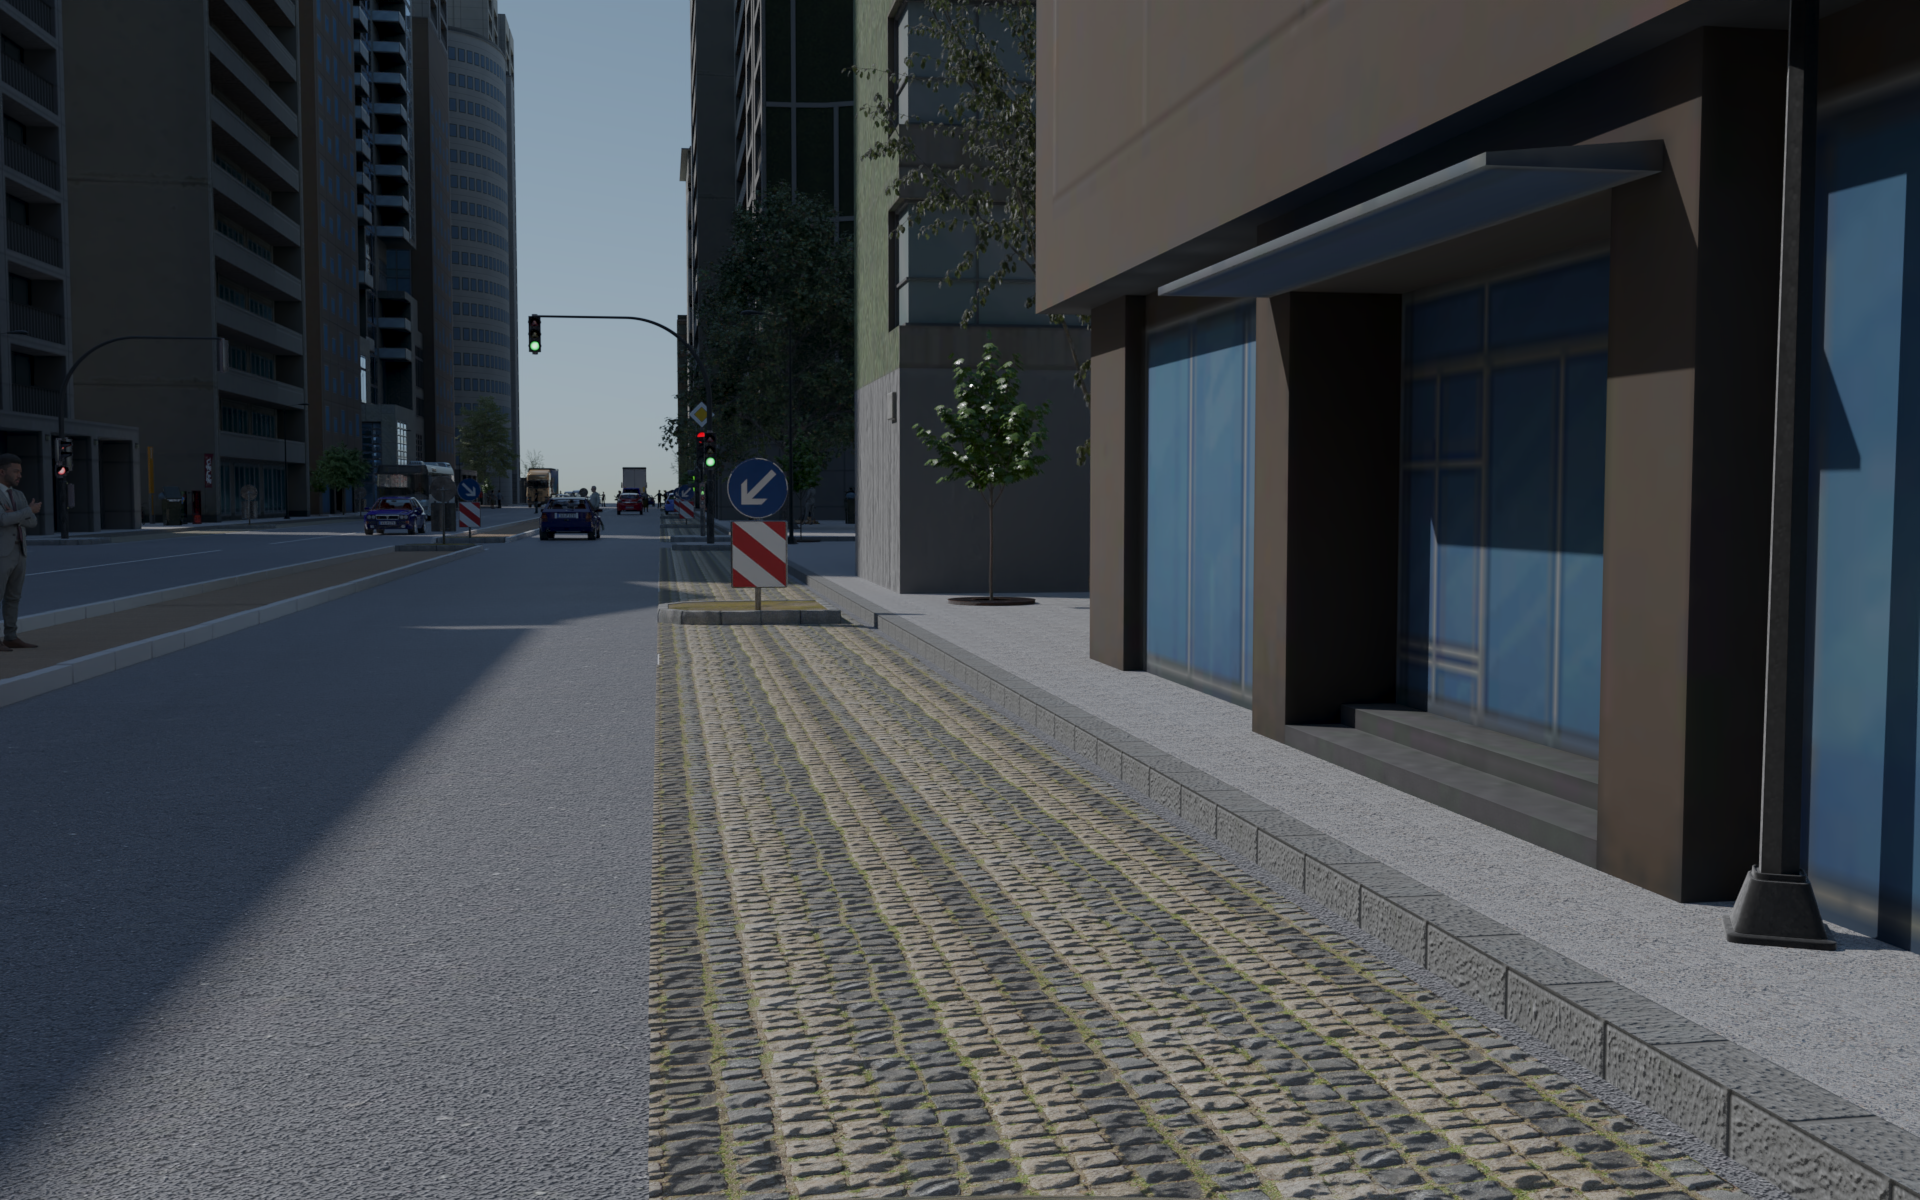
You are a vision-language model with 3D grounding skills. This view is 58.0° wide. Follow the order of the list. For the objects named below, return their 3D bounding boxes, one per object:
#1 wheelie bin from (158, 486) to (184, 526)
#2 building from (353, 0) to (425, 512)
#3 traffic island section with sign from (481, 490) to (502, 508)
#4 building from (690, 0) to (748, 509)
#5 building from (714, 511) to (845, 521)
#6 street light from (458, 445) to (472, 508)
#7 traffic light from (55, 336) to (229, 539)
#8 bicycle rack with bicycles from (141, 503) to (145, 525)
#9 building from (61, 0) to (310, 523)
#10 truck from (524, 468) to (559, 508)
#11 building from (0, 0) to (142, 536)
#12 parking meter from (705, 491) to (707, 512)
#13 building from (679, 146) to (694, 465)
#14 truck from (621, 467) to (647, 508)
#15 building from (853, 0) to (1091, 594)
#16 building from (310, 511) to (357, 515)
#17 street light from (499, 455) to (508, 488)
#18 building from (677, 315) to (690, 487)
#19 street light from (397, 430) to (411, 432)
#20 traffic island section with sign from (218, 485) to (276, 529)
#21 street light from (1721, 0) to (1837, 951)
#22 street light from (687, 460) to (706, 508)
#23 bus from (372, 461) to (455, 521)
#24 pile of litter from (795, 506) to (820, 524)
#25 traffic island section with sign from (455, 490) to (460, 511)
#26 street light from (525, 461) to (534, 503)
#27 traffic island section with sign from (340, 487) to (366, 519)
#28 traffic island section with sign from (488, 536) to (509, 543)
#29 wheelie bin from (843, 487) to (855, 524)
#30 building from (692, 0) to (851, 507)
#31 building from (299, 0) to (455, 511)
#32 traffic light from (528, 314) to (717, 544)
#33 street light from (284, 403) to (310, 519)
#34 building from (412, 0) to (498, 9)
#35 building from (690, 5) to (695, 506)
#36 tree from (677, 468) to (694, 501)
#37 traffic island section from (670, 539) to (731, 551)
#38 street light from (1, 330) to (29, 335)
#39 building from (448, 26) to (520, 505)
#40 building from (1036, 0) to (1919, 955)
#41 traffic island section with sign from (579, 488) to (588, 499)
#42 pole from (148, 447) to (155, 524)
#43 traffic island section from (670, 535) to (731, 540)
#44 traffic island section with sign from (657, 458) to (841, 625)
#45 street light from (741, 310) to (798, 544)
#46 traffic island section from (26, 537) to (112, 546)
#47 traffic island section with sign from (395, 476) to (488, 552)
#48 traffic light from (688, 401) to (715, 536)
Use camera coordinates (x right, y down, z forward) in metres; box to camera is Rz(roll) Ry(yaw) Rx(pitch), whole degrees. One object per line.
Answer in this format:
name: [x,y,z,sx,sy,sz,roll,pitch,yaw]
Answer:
wheelie bin: [-32.208,-3.839,70.671,0.980,1.594,0.693,-3,5,-45]
building: [-54.244,-50.337,135.686,22.319,86.520,31.000,-1,4,-10]
traffic island section with sign: [-47.332,-10.160,174.737,1.989,1.847,2.006,-1,4,-10]
building: [-11.290,-31.833,144.164,21.300,48.544,21.600,-1,4,-10]
building: [-2.426,-39.743,88.056,20.563,71.187,20.611,-1,4,-10]
street light: [-46.986,-11.744,164.556,1.470,5.913,1.316,-1,4,-10]
traffic light: [-23.598,-4.603,49.928,4.771,5.953,1.251,-1,4,-10]
bicycle rack with bicycles: [-35.214,-3.585,72.003,2.852,0.926,2.925,-2,4,-29]
building: [-45.469,-28.176,84.385,21.300,48.544,21.600,-1,4,-10]
truck: [-45.225,-12.154,187.631,2.839,4.237,11.283,0,4,-8]
building: [-39.346,-37.738,55.268,20.563,71.187,20.611,-1,4,-10]
parking meter: [-18.002,-7.002,122.898,0.372,1.533,0.369,0,3,0]
building: [-27.001,-40.943,258.654,28.713,52.752,27.495,-1,4,-10]
truck: [-34.715,-11.971,184.640,2.839,4.237,11.283,-1,4,-11]
building: [4.979,-21.118,28.872,14.154,41.232,14.086,-1,4,-10]
building: [-46.919,-28.156,110.468,14.600,45.320,14.200,-1,4,-10]
street light: [-54.332,-14.313,206.550,1.470,5.913,1.316,-1,4,-10]
building: [-38.336,-30.994,278.450,14.160,30.474,14.107,-1,4,-10]
street light: [-40.257,-9.320,124.927,1.470,5.913,1.316,-1,4,-10]
traffic island section with sign: [-29.545,-3.866,71.843,1.989,1.847,2.006,-1,4,-10]
street light: [1.839,-1.971,4.765,1.470,5.913,1.316,-1,4,-10]
street light: [-19.206,-9.442,126.924,1.470,5.913,1.316,-1,4,-10]
bus: [-29.908,-6.149,95.400,2.948,3.499,13.247,-1,4,-10]
pile of litter: [-6.582,-3.668,73.937,1.176,0.858,1.719,-3,4,-38]
traffic island section with sign: [-42.622,-8.494,147.507,1.989,1.847,2.006,-1,4,-10]
street light: [-61.121,-16.712,245.778,1.470,5.913,1.316,-1,4,-10]
traffic island section with sign: [-34.187,-5.510,98.722,1.989,1.847,2.006,-1,4,-10]
traffic island section with sign: [-14.443,-2.637,51.256,2.006,1.907,1.989,-1,4,-10]
wheelie bin: [-4.630,-4.065,74.376,0.693,1.594,0.980,-1,4,-21]
building: [-26.542,-48.646,233.620,20.563,71.187,20.611,-1,4,-10]
building: [-54.923,-31.175,159.830,14.600,45.320,14.200,-1,4,-10]
traffic light: [-8.534,-4.256,44.258,4.771,5.953,1.251,-1,4,-10]
street light: [-33.865,-7.088,88.436,1.470,5.913,1.316,-1,4,-10]
building: [-72.557,-49.127,241.471,20.563,71.187,20.611,-1,4,-10]
building: [-18.650,-39.576,189.063,21.231,58.520,28.212,-1,4,-10]
tree: [-33.477,-14.154,215.131,4.285,4.588,4.351,0,3,0]
traffic island section: [-6.447,-1.382,44.874,2.009,0.180,2.903,-1,4,-10]
street light: [-27.122,-4.689,49.201,1.470,5.913,1.316,-1,4,-10]
building: [-67.588,-41.304,217.321,21.231,58.520,28.212,-1,4,-10]
building: [8.605,-21.807,6.655,14.600,45.320,14.200,-1,4,-10]
traffic island section with sign: [-27.258,-7.166,125.297,2.006,1.907,1.989,-1,4,-10]
pole: [-34.740,-4.927,74.399,0.158,3.312,0.155,0,3,0]
traffic island section: [-7.808,-1.863,52.742,2.009,0.180,2.903,-1,4,-10]
traffic island section with sign: [-2.450,-0.681,19.760,1.989,1.847,2.006,-1,4,-10]
street light: [-4.844,-4.371,44.011,1.470,5.913,1.316,-1,4,-10]
traffic island section: [-25.686,-1.675,49.667,2.009,0.180,2.903,-1,4,-10]
traffic island section with sign: [-13.190,-2.191,43.955,2.006,1.907,1.989,-1,4,-10]
traffic light: [-7.849,-3.896,52.621,0.839,4.253,0.868,-1,4,-10]
